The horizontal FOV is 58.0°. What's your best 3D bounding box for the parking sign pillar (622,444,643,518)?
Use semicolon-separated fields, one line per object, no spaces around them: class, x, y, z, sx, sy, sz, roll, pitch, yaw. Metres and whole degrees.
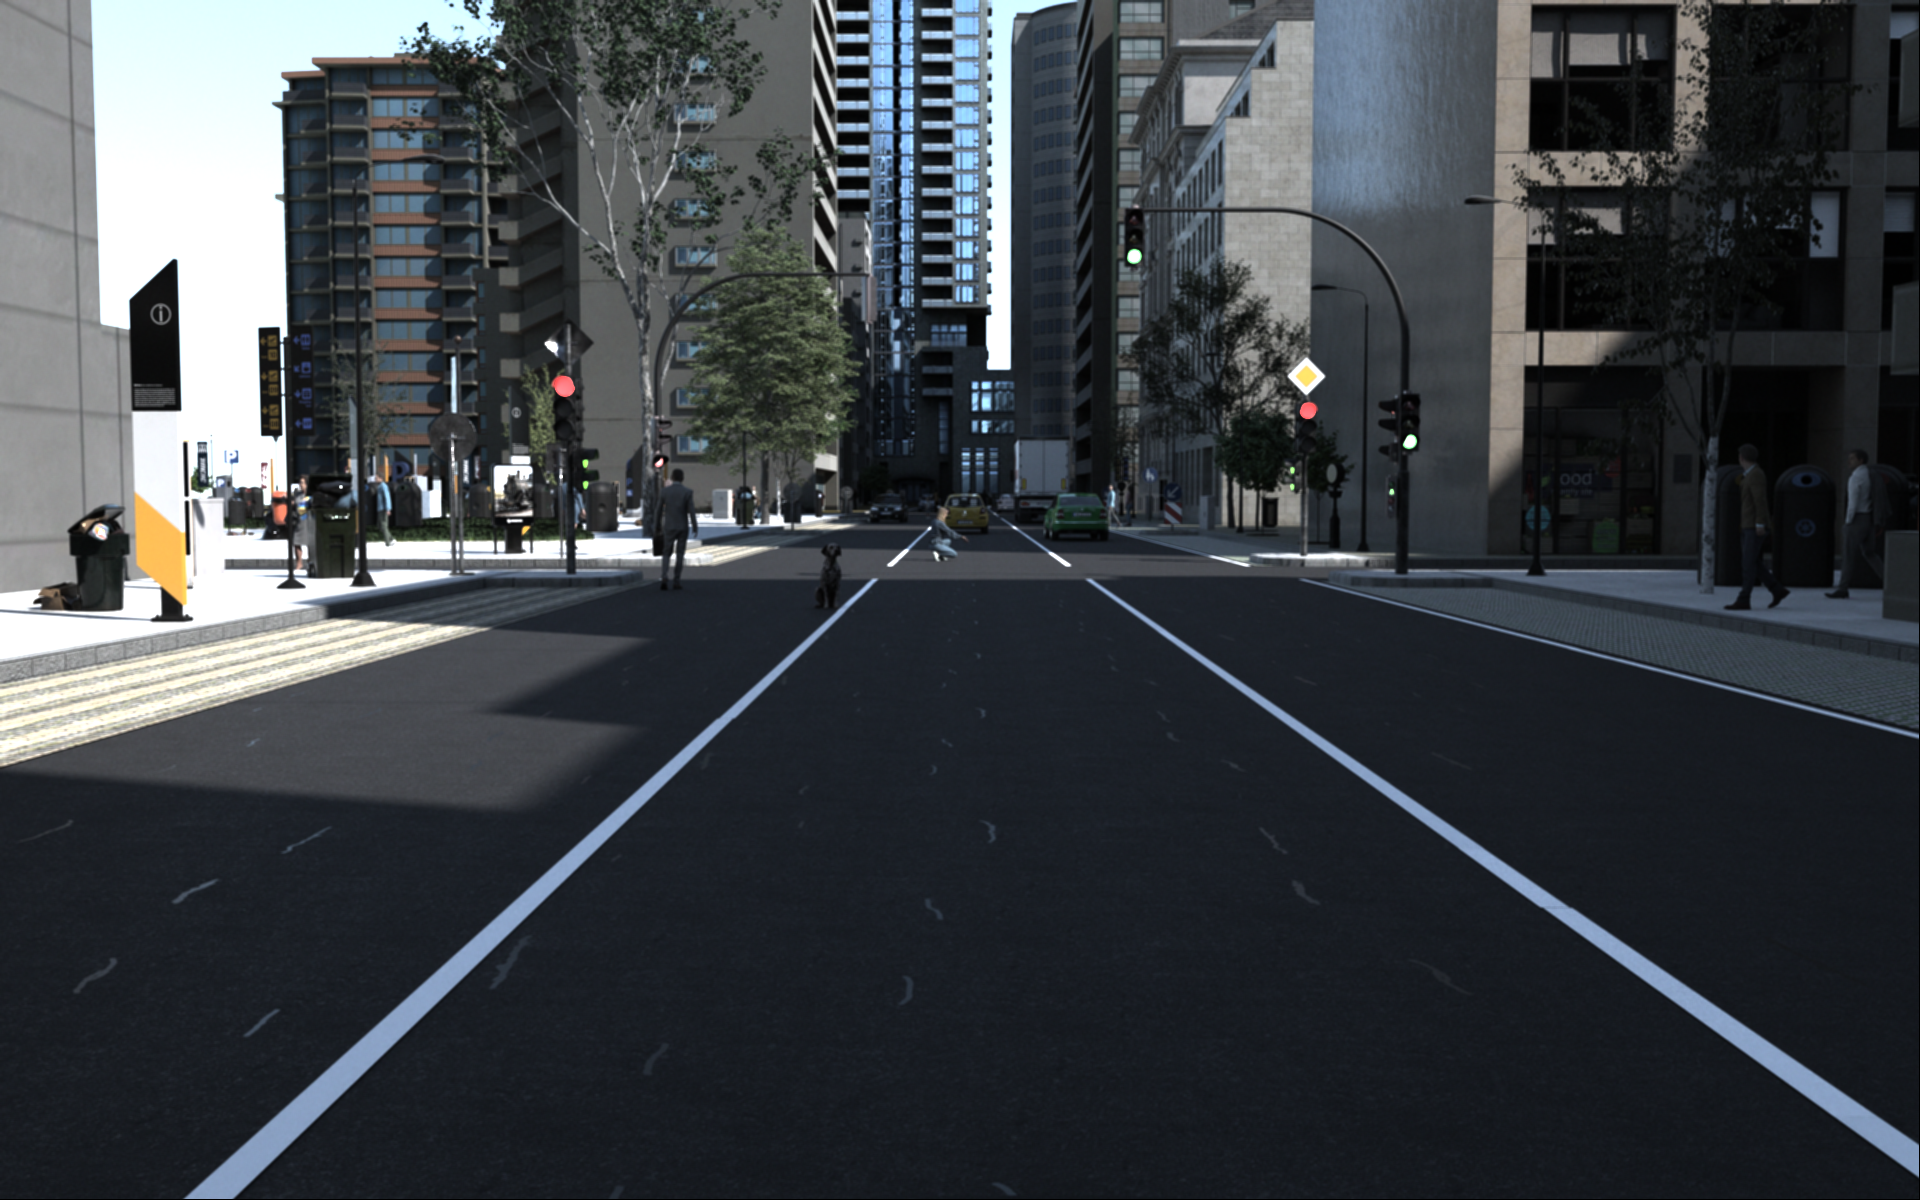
parking sign pillar;-17.526;-6.421;93.455;1.447;3.967;1.447;1;4;18

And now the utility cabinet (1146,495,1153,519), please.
utility cabinet;9.898;-4.855;90.540;0.306;1.237;1.020;1;4;11

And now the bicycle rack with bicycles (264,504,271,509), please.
bicycle rack with bicycles;-44.893;-5.915;110.095;2.852;0.926;2.925;-3;4;-36

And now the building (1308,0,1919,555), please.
building;28.116;-14.715;45.112;34.151;26.468;19.350;0;4;0

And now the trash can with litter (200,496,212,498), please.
trash can with litter;-47.921;-6.032;110.017;0.624;1.170;1.055;2;4;26

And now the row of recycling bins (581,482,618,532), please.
row of recycling bins;-12.333;-3.218;59.722;1.069;1.692;3.534;-1;4;-8

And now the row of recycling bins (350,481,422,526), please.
row of recycling bins;-19.098;-3.059;57.126;3.534;1.692;1.069;2;4;31

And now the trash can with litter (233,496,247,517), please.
trash can with litter;-34.870;-4.441;84.005;1.055;1.170;0.624;2;4;34

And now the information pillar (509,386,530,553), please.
information pillar;-9.658;-2.851;37.961;0.183;3.616;0.504;3;5;40

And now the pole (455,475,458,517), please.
pole;-21.005;-4.778;71.957;0.158;3.312;0.155;0;3;0

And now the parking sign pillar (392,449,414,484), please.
parking sign pillar;-33.425;-7.059;103.892;1.447;3.967;1.447;1;4;22

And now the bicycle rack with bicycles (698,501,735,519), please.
bicycle rack with bicycles;-12.382;-4.768;91.332;2.852;0.926;2.925;2;4;24

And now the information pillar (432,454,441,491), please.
information pillar;-30.910;-6.786;102.303;0.504;3.616;0.183;1;4;13

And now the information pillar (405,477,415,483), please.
information pillar;-23.622;-4.275;74.393;0.304;2.012;0.304;1;4;17

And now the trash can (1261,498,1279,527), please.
trash can;12.002;-3.391;67.102;0.748;1.137;0.748;0;3;0

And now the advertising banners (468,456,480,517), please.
advertising banners;-22.569;-5.103;79.627;2.074;3.025;0.090;3;5;44

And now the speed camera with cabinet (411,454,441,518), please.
speed camera with cabinet;-26.275;-5.557;85.197;0.660;3.252;2.038;-3;5;-43

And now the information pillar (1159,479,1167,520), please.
information pillar;10.165;-5.027;86.676;0.304;2.012;0.304;3;4;37

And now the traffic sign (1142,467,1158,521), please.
traffic sign;8.977;-5.000;81.859;0.768;2.556;0.104;0;4;5

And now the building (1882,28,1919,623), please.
building;23.306;-9.648;2.777;27.650;21.520;28.899;0;4;0

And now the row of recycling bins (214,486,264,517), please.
row of recycling bins;-37.869;-5.118;90.795;1.069;1.692;3.534;1;4;15

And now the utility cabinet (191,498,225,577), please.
utility cabinet;-11.936;-0.982;27.225;0.306;1.237;1.020;0;4;2

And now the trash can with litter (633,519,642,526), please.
trash can with litter;-12.438;-3.502;68.647;1.055;1.170;0.624;1;4;8

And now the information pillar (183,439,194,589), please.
information pillar;-10.540;-1.151;23.307;0.304;2.012;0.304;-3;5;-42

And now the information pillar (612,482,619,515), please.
information pillar;-20.790;-6.115;104.477;0.304;2.012;0.304;2;4;27

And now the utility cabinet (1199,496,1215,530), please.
utility cabinet;8.936;-3.150;62.668;0.306;1.237;1.020;-1;4;-9

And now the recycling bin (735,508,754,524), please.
recycling bin;-9.337;-3.821;75.025;0.722;1.027;0.722;0;4;-1

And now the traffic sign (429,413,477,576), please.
traffic sign;-7.944;-1.652;27.117;0.768;2.556;0.104;0;4;6

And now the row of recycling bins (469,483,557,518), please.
row of recycling bins;-17.702;-3.723;67.987;1.069;1.692;3.534;3;5;40

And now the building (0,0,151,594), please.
building;-22.625;-35.270;14.910;20.611;71.187;20.563;0;4;0

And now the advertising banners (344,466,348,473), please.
advertising banners;-38.882;-6.850;108.184;0.090;3.025;2.074;3;5;40

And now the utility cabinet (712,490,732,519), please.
utility cabinet;-12.046;-4.836;87.739;1.173;1.500;0.318;3;5;40

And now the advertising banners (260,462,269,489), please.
advertising banners;-38.258;-5.966;93.738;0.090;3.025;2.074;2;4;30

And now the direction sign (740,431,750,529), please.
direction sign;-7.841;-4.346;63.050;0.379;3.537;0.876;-1;4;-10

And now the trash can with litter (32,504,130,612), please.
trash can with litter;-9.685;-0.467;19.017;1.055;1.170;0.624;1;4;11

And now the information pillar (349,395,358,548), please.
information pillar;-14.298;-3.039;41.036;0.504;3.616;0.183;3;5;45

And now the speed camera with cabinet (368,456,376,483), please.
speed camera with cabinet;-29.672;-5.853;90.028;2.038;3.252;0.660;0;4;-7

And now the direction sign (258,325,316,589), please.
direction sign;-9.092;-1.924;23.448;0.876;3.537;0.379;1;4;18

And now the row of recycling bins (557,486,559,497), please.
row of recycling bins;-18.359;-4.653;83.191;1.069;1.692;3.534;1;4;15

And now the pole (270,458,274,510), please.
pole;-38.596;-6.321;97.198;0.158;3.312;0.155;0;3;0

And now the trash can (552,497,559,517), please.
trash can;-17.077;-3.822;74.149;0.748;1.137;0.748;0;3;0

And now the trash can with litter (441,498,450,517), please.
trash can with litter;-26.203;-4.712;88.428;1.055;1.170;0.624;-1;4;-9

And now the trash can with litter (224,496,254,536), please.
trash can with litter;-22.687;-2.584;53.305;1.678;1.210;2.233;3;5;43

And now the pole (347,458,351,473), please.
pole;-34.868;-6.431;98.990;0.158;3.312;0.155;0;3;0

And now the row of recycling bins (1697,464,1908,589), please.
row of recycling bins;12.085;-1.024;23.854;3.534;1.692;1.069;2;4;24

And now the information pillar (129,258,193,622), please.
information pillar;-8.007;-1.588;17.321;0.504;3.616;0.183;0;4;3

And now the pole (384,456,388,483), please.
pole;-30.399;-5.989;91.768;0.158;3.312;0.155;0;3;0

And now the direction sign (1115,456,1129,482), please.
direction sign;9.728;-6.869;104.303;0.876;3.537;0.379;2;4;28

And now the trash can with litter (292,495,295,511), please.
trash can with litter;-39.634;-5.597;102.570;1.678;1.210;2.233;-1;4;-15

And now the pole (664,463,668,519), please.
pole;-12.776;-4.975;75.180;0.158;3.312;0.155;0;3;0

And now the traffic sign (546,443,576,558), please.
traffic sign;-7.977;-1.988;34.629;0.606;2.300;0.079;0;4;6
